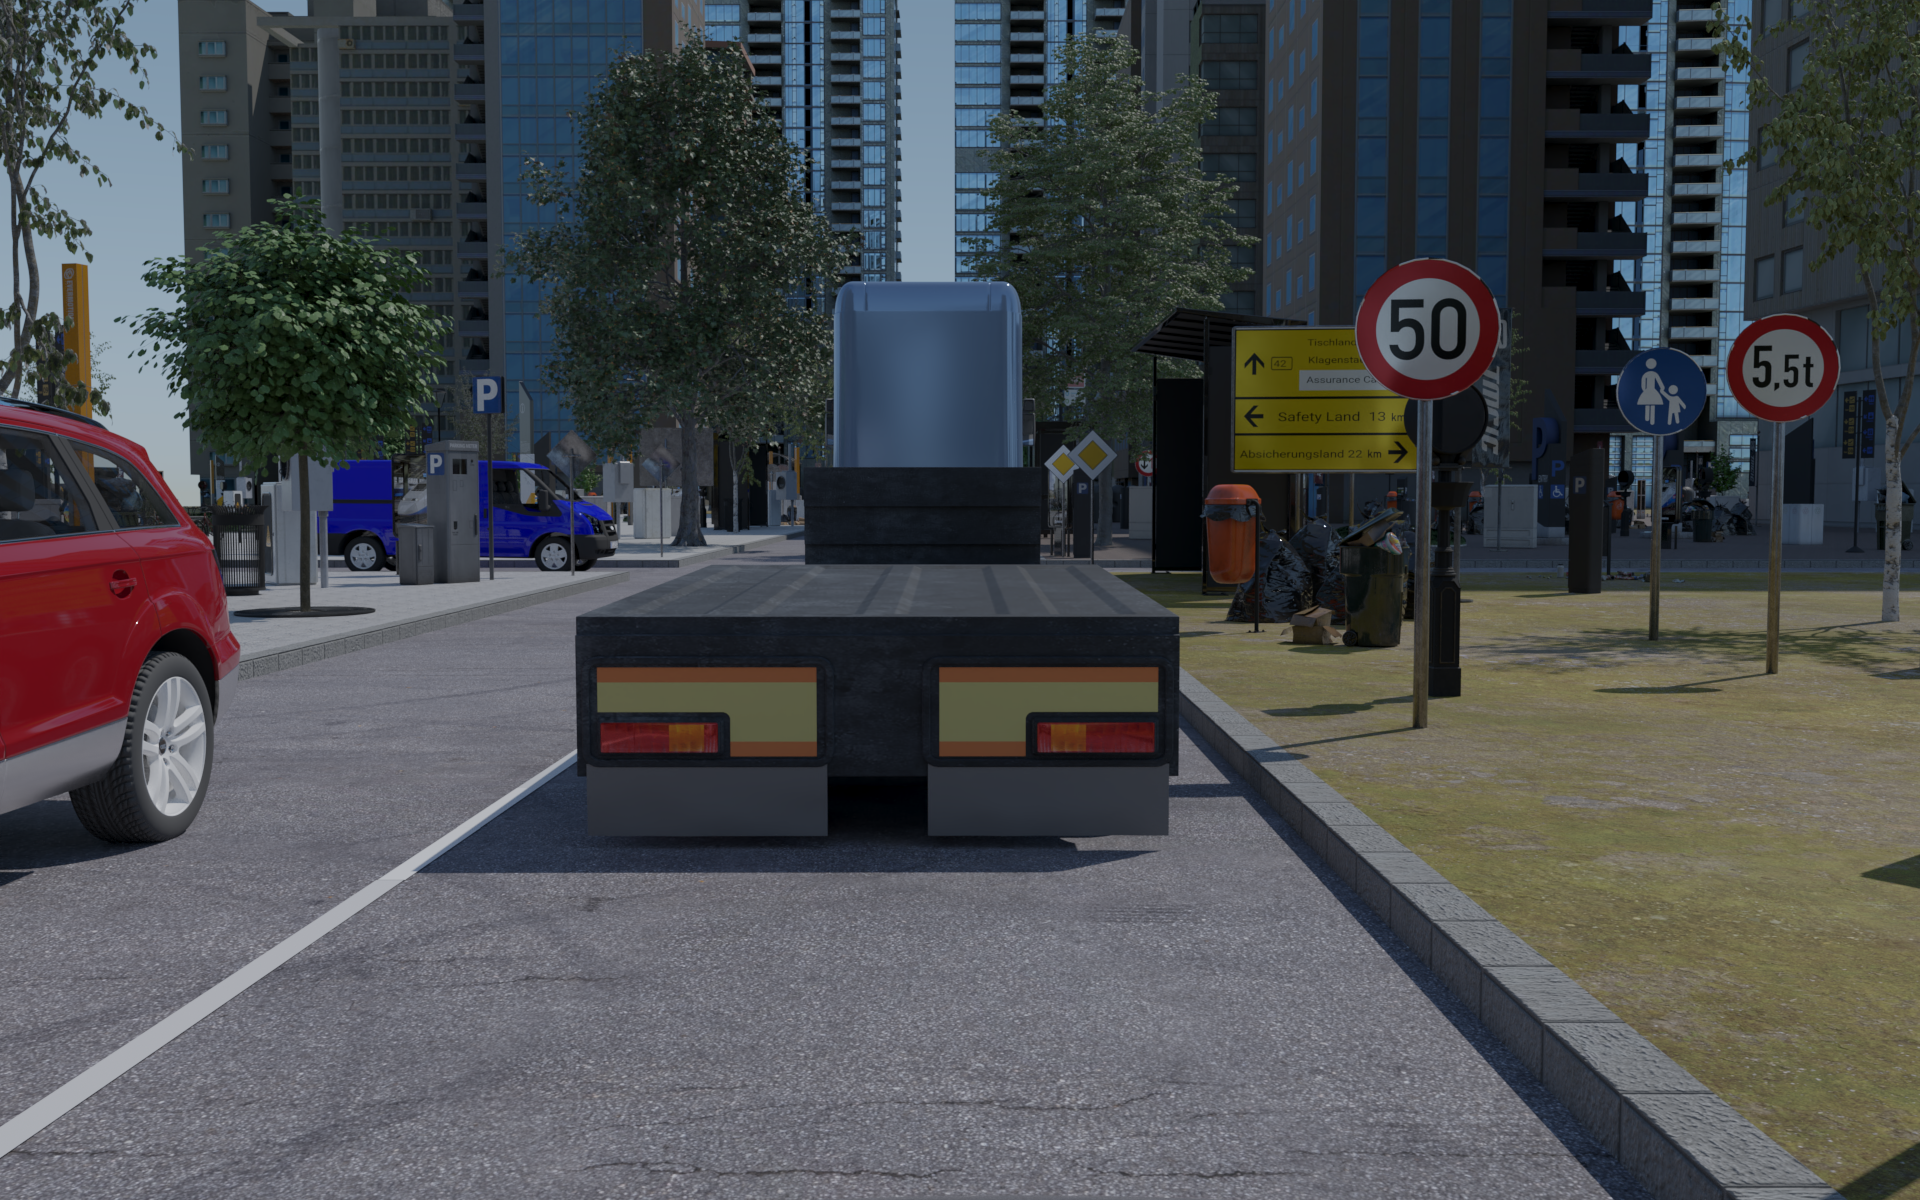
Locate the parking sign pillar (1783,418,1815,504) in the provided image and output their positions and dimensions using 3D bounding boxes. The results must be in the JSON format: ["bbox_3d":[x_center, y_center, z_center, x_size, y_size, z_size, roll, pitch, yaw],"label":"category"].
[{"bbox_3d":[29.699,-4.478,61.681,1.447,3.967,1.447,-3,5,-43],"label":"parking sign pillar"}]

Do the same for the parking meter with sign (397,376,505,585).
[{"bbox_3d":[-7.361,-1.760,25.034,0.543,3.016,1.738,2,4,27],"label":"parking meter with sign"}]

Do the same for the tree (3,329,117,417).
[{"bbox_3d":[-36.761,-7.367,70.812,4.737,8.622,4.395,0,3,0],"label":"tree"}]

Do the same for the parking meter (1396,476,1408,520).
[{"bbox_3d":[14.423,-3.108,56.525,0.255,1.863,0.399,2,4,31],"label":"parking meter"}]

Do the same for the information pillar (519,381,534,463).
[{"bbox_3d":[-8.989,-2.728,35.959,0.183,3.616,0.504,-3,5,-41],"label":"information pillar"}]

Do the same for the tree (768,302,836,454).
[{"bbox_3d":[-6.477,-11.799,103.291,12.009,13.543,11.850,0,3,0],"label":"tree"}]

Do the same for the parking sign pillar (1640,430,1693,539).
[{"bbox_3d":[20.506,-3.773,50.165,1.447,3.967,1.447,0,4,3],"label":"parking sign pillar"}]

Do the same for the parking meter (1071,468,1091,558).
[{"bbox_3d":[2.434,-1.777,34.759,0.399,1.863,0.255,0,4,0],"label":"parking meter"}]

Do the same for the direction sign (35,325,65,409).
[{"bbox_3d":[-12.218,-1.922,23.416,0.876,3.537,0.379,3,4,36],"label":"direction sign"}]

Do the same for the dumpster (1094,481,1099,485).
[{"bbox_3d":[5.882,-4.439,78.338,1.264,1.857,1.865,0,4,0],"label":"dumpster"}]

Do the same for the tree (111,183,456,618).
[{"bbox_3d":[-7.114,-2.125,18.451,4.285,4.588,4.351,0,3,0],"label":"tree"}]

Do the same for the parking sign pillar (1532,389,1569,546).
[{"bbox_3d":[14.883,-3.381,43.747,1.447,3.967,1.447,0,4,0],"label":"parking sign pillar"}]

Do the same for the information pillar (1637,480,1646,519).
[{"bbox_3d":[35.184,-5.196,89.448,0.304,2.012,0.304,-1,4,-20],"label":"information pillar"}]

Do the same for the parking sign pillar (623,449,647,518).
[{"bbox_3d":[-16.590,-6.149,89.000,1.447,3.967,1.447,1,4,22],"label":"parking sign pillar"}]

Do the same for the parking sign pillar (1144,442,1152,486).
[{"bbox_3d":[9.828,-6.123,88.591,1.447,3.967,1.447,-1,4,-10],"label":"parking sign pillar"}]

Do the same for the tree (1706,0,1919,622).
[{"bbox_3d":[9.351,-4.075,16.994,4.737,8.622,4.395,0,3,0],"label":"tree"}]

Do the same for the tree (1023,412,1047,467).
[{"bbox_3d":[2.921,-5.055,66.362,4.285,4.588,4.351,0,3,0],"label":"tree"}]

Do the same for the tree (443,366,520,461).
[{"bbox_3d":[-27.779,-9.174,100.353,4.360,8.622,3.978,0,3,0],"label":"tree"}]

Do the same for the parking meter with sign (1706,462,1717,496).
[{"bbox_3d":[40.327,-5.909,92.865,0.543,3.016,1.738,1,4,21],"label":"parking meter with sign"}]

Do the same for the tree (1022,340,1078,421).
[{"bbox_3d":[3.173,-12.796,119.586,12.009,13.543,11.850,0,3,0],"label":"tree"}]

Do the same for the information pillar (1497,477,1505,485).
[{"bbox_3d":[22.764,-4.187,72.956,0.304,2.012,0.304,1,4,20],"label":"information pillar"}]

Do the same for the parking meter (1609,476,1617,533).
[{"bbox_3d":[21.490,-3.152,57.245,0.399,1.863,0.255,2,4,26],"label":"parking meter"}]

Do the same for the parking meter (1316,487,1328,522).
[{"bbox_3d":[12.234,-3.068,58.574,0.372,1.533,0.369,0,3,0],"label":"parking meter"}]

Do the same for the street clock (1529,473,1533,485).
[{"bbox_3d":[19.775,-3.379,59.815,0.358,2.002,0.471,1,4,23],"label":"street clock"}]

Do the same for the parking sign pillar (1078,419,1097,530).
[{"bbox_3d":[4.203,-4.509,62.198,1.447,3.967,1.447,-2,4,-28],"label":"parking sign pillar"}]

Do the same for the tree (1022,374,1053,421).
[{"bbox_3d":[3.491,-9.464,105.105,4.737,8.622,4.395,0,3,0],"label":"tree"}]

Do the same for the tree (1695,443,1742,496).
[{"bbox_3d":[28.766,-4.347,65.681,1.663,3.219,1.824,0,3,0],"label":"tree"}]

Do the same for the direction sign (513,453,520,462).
[{"bbox_3d":[-24.267,-6.290,94.837,0.379,3.537,0.876,1,4,15],"label":"direction sign"}]

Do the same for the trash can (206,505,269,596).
[{"bbox_3d":[-9.150,-0.632,21.981,0.748,1.137,0.748,0,3,0],"label":"trash can"}]

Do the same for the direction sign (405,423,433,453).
[{"bbox_3d":[-17.136,-3.848,54.910,0.876,3.537,0.379,-3,4,-37],"label":"direction sign"}]

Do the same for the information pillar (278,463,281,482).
[{"bbox_3d":[-14.485,-2.812,37.324,0.504,3.616,0.183,1,4,23],"label":"information pillar"}]

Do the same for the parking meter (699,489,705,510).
[{"bbox_3d":[-11.193,-4.062,74.817,0.372,1.533,0.369,0,3,0],"label":"parking meter"}]

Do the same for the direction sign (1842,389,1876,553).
[{"bbox_3d":[19.667,-2.810,37.948,0.379,3.537,0.876,-1,4,-16],"label":"direction sign"}]

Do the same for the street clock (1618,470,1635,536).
[{"bbox_3d":[20.205,-2.937,52.590,0.358,2.002,0.471,-1,4,-23],"label":"street clock"}]

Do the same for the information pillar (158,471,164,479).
[{"bbox_3d":[-25.194,-3.057,54.480,0.304,2.012,0.304,-2,4,-26],"label":"information pillar"}]

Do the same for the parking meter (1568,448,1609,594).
[{"bbox_3d":[8.100,-1.023,22.429,0.255,1.863,0.399,-2,4,-25],"label":"parking meter"}]

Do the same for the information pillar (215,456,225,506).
[{"bbox_3d":[-44.448,-6.893,104.055,0.504,3.616,0.183,-2,4,-29],"label":"information pillar"}]

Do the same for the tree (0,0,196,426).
[{"bbox_3d":[-6.995,-3.774,12.061,4.360,8.622,3.978,0,3,0],"label":"tree"}]

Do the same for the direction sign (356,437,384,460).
[{"bbox_3d":[-19.658,-4.023,57.777,0.876,3.537,0.379,0,4,-8],"label":"direction sign"}]

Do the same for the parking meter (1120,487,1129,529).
[{"bbox_3d":[6.097,-3.391,63.860,0.372,1.533,0.369,0,3,0],"label":"parking meter"}]

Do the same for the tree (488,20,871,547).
[{"bbox_3d":[-6.694,-7.677,42.527,9.611,12.733,9.660,0,3,0],"label":"tree"}]

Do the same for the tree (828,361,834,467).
[{"bbox_3d":[-6.488,-7.946,80.284,4.737,8.622,4.395,0,3,0],"label":"tree"}]

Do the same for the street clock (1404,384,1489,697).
[{"bbox_3d":[3.069,-0.393,10.989,0.471,2.002,0.358,0,4,-7],"label":"street clock"}]

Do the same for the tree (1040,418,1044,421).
[{"bbox_3d":[2.804,-13.968,145.392,9.611,12.733,9.660,0,3,0],"label":"tree"}]

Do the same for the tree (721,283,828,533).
[{"bbox_3d":[-7.064,-6.473,56.204,4.737,8.622,4.395,0,3,0],"label":"tree"}]

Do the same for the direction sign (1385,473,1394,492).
[{"bbox_3d":[17.452,-4.793,70.359,0.379,3.537,0.876,2,4,35],"label":"direction sign"}]

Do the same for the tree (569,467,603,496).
[{"bbox_3d":[-19.589,-5.847,90.196,1.663,3.219,1.824,0,3,0],"label":"tree"}]

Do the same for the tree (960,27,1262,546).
[{"bbox_3d":[3.585,-7.658,43.337,7.486,12.596,7.792,0,3,0],"label":"tree"}]

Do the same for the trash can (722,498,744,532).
[{"bbox_3d":[-7.686,-2.876,58.681,0.748,1.137,0.748,0,3,0],"label":"trash can"}]

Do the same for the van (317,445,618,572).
[{"bbox_3d":[-8.845,-1.646,31.288,5.245,2.365,2.240,0,4,2],"label":"van"}]

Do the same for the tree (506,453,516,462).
[{"bbox_3d":[-20.978,-5.291,81.117,1.663,3.219,1.824,0,3,0],"label":"tree"}]

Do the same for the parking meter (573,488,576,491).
[{"bbox_3d":[-13.743,-3.227,61.179,0.372,1.533,0.369,0,3,0],"label":"parking meter"}]

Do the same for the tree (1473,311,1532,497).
[{"bbox_3d":[20.043,-7.114,66.674,4.737,8.622,4.395,0,3,0],"label":"tree"}]

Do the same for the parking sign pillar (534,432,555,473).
[{"bbox_3d":[-18.243,-5.309,75.274,1.447,3.967,1.447,2,4,24],"label":"parking sign pillar"}]
